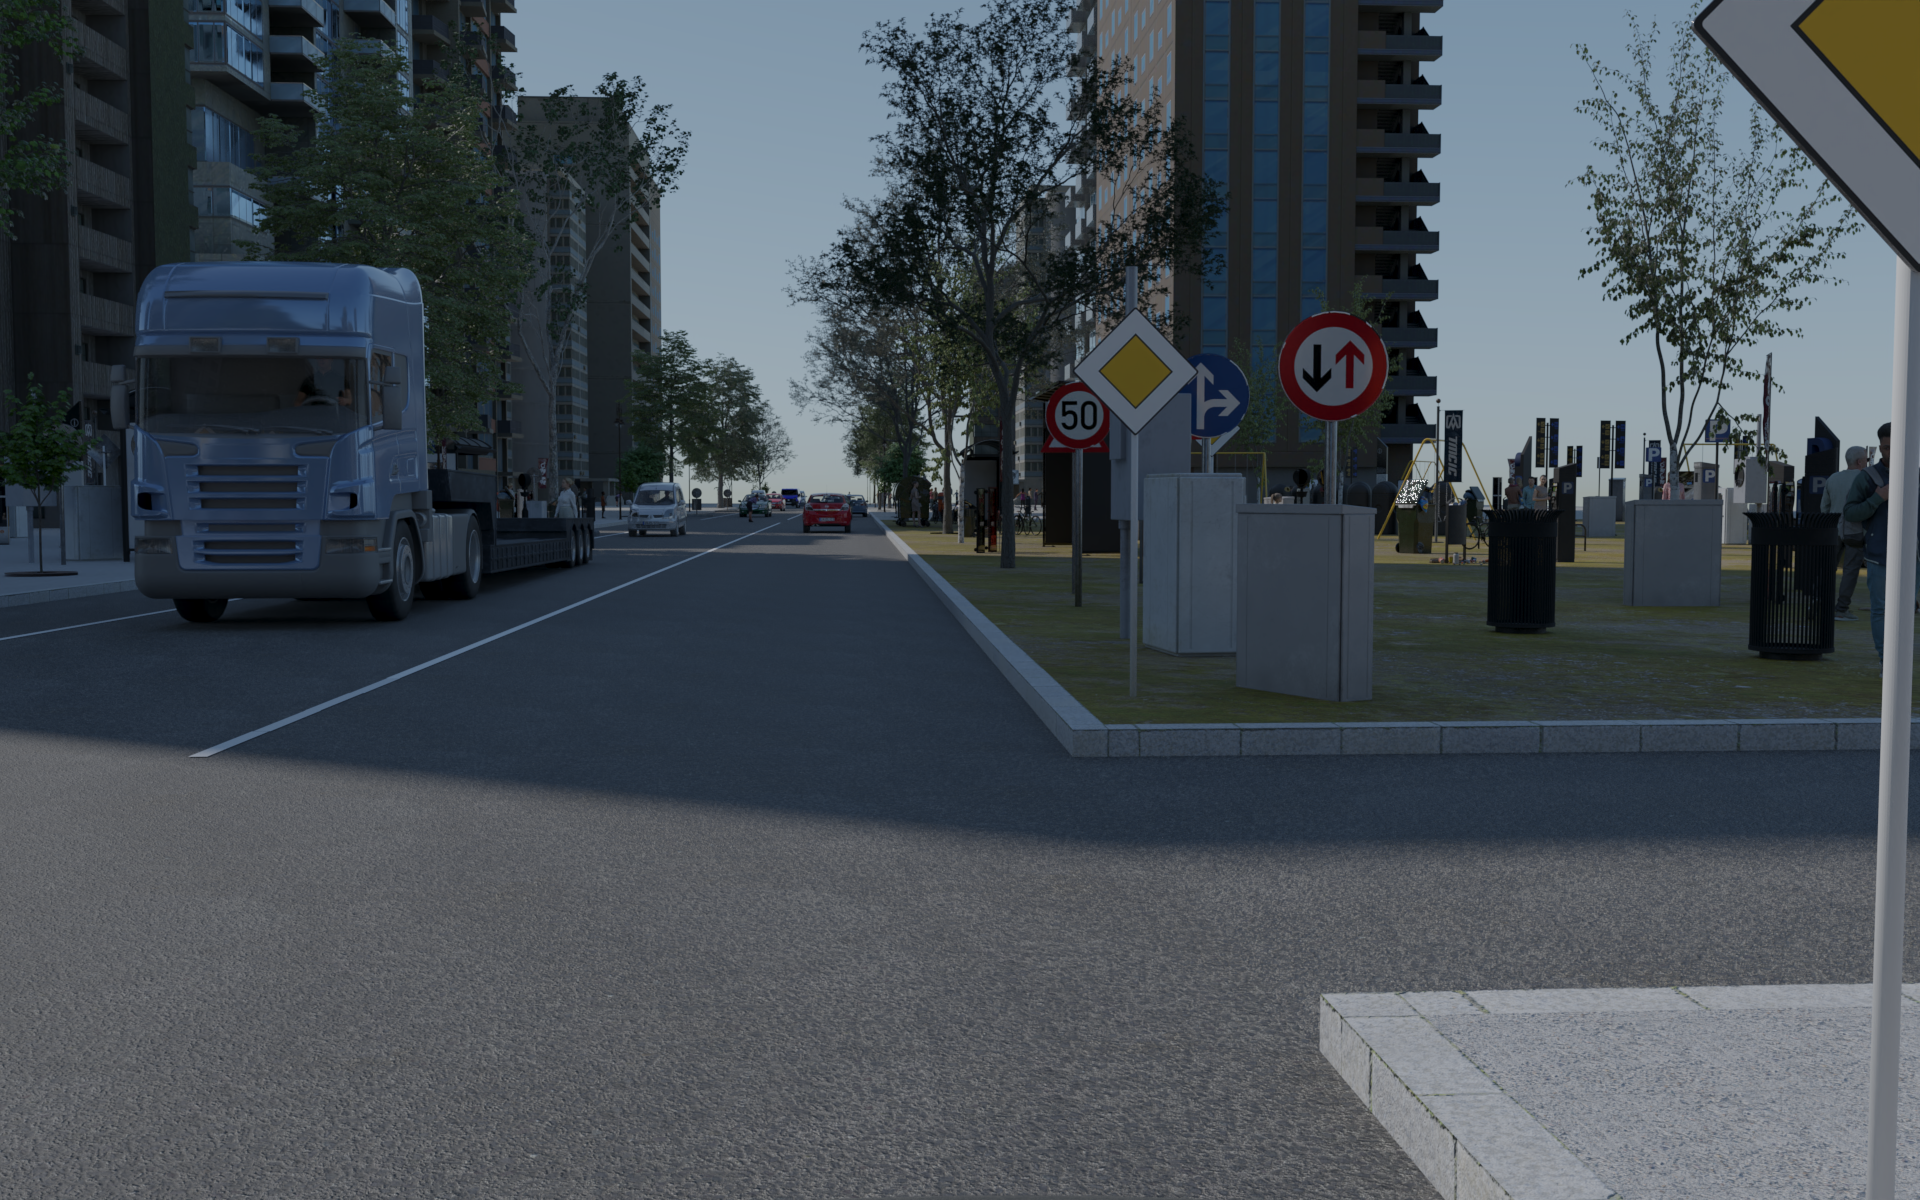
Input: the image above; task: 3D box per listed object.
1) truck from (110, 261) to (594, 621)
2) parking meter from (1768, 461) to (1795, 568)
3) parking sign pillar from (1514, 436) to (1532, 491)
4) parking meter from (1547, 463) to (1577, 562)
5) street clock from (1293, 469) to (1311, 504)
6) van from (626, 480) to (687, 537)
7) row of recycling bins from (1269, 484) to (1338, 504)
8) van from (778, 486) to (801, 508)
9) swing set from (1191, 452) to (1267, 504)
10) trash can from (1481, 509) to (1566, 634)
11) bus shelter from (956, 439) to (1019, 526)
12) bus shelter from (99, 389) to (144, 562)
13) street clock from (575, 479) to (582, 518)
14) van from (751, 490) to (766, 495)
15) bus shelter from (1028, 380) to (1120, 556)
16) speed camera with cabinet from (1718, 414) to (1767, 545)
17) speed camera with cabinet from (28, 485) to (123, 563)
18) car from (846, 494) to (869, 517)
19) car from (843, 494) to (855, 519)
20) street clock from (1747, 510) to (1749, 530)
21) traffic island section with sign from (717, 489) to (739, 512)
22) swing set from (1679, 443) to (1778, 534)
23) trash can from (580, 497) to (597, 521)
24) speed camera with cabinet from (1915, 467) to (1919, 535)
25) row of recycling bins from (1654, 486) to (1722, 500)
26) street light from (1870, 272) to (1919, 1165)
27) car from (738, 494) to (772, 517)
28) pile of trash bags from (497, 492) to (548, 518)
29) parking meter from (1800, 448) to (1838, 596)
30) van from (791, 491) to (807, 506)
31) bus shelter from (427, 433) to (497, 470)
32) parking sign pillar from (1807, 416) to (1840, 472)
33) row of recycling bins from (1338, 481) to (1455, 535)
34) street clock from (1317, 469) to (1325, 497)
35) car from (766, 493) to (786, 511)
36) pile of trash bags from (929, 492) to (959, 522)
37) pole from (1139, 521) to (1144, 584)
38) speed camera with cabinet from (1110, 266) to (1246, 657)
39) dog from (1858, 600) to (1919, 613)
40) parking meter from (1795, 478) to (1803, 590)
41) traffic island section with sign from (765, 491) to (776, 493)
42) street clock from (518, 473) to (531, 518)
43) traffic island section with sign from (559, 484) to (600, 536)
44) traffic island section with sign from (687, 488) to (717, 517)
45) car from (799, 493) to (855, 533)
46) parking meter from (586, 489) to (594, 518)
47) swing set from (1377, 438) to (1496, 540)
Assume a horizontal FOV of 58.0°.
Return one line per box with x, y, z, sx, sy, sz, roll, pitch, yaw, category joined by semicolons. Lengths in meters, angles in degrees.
-8.040;-2.243;26.428;2.967;4.110;18.799;0;4;-5;truck
14.291;-1.496;30.167;0.255;1.863;0.399;-2;4;-23;parking meter
26.003;-5.599;80.007;1.447;3.967;1.447;2;4;34;parking sign pillar
11.357;-1.644;32.593;0.399;1.863;0.255;0;4;-5;parking meter
9.768;-2.750;49.528;0.471;2.002;0.358;2;4;34;street clock
-10.390;-3.214;59.552;2.013;2.044;4.112;0;4;-3;van
14.325;-3.886;70.651;3.534;1.692;1.069;-1;4;-9;row of recycling bins
-17.545;-10.684;179.059;2.240;2.365;5.245;0;4;-2;van
10.096;-4.117;64.926;3.119;2.851;2.862;0;4;3;swing set
5.214;-0.270;16.075;0.748;1.137;0.748;0;3;0;trash can
0.994;-4.435;66.435;2.014;3.302;5.546;0;4;-4;bus shelter
-15.183;-2.518;35.098;2.014;3.302;5.546;0;4;-4;bus shelter
-17.959;-4.699;81.393;0.358;2.002;0.471;-1;4;-17;street clock
-20.562;-10.344;176.129;2.013;2.044;4.112;0;4;-3;van
2.697;-2.916;38.960;1.731;3.624;6.357;0;4;-4;bus shelter
19.553;-3.008;43.518;0.660;3.252;2.038;0;4;1;speed camera with cabinet
-17.039;-2.362;32.952;0.660;3.252;2.038;2;4;29;speed camera with cabinet
-6.711;-5.915;108.707;2.014;1.417;4.499;0;4;-5;car
-6.933;-5.177;96.449;2.131;1.459;4.920;0;4;-2;car
27.935;-3.486;61.568;0.471;2.002;0.358;2;4;35;street clock
-18.316;-7.840;136.811;1.989;1.847;2.006;0;4;-4;traffic island section with sign
23.549;-3.416;53.479;3.119;2.851;2.862;0;4;-2;swing set
-16.690;-4.044;77.781;0.748;1.137;0.748;0;3;0;trash can
31.824;-3.766;55.905;2.038;3.252;0.660;-1;4;-11;speed camera with cabinet
32.179;-4.282;77.121;3.534;1.692;1.069;0;4;0;row of recycling bins
2.056;-1.820;2.544;0.468;5.910;1.993;0;4;-4;street light
-12.808;-5.919;108.570;2.131;1.459;4.920;0;4;-3;car
-20.224;-4.367;81.154;3.447;1.369;1.912;1;4;12;pile of trash bags
10.852;-0.991;21.914;0.399;1.863;0.255;2;4;30;parking meter
-18.823;-11.945;202.307;2.013;2.044;4.112;0;4;-3;van
-17.533;-4.026;59.742;2.014;3.302;5.546;0;4;-3;bus shelter
29.560;-4.335;59.357;1.447;3.967;1.447;0;4;-5;parking sign pillar
13.907;-2.915;54.771;3.534;1.692;1.069;2;4;34;row of recycling bins
10.374;-2.726;49.144;0.471;2.002;0.358;0;4;-2;street clock
-15.599;-8.305;144.819;2.155;1.783;4.494;0;4;-2;car
-0.554;-4.356;80.975;1.912;1.369;3.447;1;4;10;pile of trash bags
2.669;-1.891;24.759;0.158;3.312;0.155;0;3;0;pole
1.799;-1.235;14.521;0.660;3.252;2.038;-1;4;-10;speed camera with cabinet
10.099;-0.063;18.767;0.550;0.427;0.748;1;4;17;dog
11.394;-0.905;23.200;0.372;1.533;0.369;0;3;0;parking meter
-23.473;-12.885;219.299;1.989;1.847;2.006;0;4;-4;traffic island section with sign
-15.242;-3.431;60.671;0.471;2.002;0.358;3;5;42;street clock
-13.485;-3.120;59.644;1.989;1.847;2.006;0;4;-4;traffic island section with sign
-16.585;-6.161;109.367;1.989;1.847;2.006;0;4;-4;traffic island section with sign
-5.015;-3.443;65.340;2.155;1.783;4.494;0;4;-4;car
-16.986;-4.349;79.524;0.372;1.533;0.369;0;3;0;parking meter
13.948;-3.196;49.869;2.862;2.851;3.119;2;4;33;swing set
